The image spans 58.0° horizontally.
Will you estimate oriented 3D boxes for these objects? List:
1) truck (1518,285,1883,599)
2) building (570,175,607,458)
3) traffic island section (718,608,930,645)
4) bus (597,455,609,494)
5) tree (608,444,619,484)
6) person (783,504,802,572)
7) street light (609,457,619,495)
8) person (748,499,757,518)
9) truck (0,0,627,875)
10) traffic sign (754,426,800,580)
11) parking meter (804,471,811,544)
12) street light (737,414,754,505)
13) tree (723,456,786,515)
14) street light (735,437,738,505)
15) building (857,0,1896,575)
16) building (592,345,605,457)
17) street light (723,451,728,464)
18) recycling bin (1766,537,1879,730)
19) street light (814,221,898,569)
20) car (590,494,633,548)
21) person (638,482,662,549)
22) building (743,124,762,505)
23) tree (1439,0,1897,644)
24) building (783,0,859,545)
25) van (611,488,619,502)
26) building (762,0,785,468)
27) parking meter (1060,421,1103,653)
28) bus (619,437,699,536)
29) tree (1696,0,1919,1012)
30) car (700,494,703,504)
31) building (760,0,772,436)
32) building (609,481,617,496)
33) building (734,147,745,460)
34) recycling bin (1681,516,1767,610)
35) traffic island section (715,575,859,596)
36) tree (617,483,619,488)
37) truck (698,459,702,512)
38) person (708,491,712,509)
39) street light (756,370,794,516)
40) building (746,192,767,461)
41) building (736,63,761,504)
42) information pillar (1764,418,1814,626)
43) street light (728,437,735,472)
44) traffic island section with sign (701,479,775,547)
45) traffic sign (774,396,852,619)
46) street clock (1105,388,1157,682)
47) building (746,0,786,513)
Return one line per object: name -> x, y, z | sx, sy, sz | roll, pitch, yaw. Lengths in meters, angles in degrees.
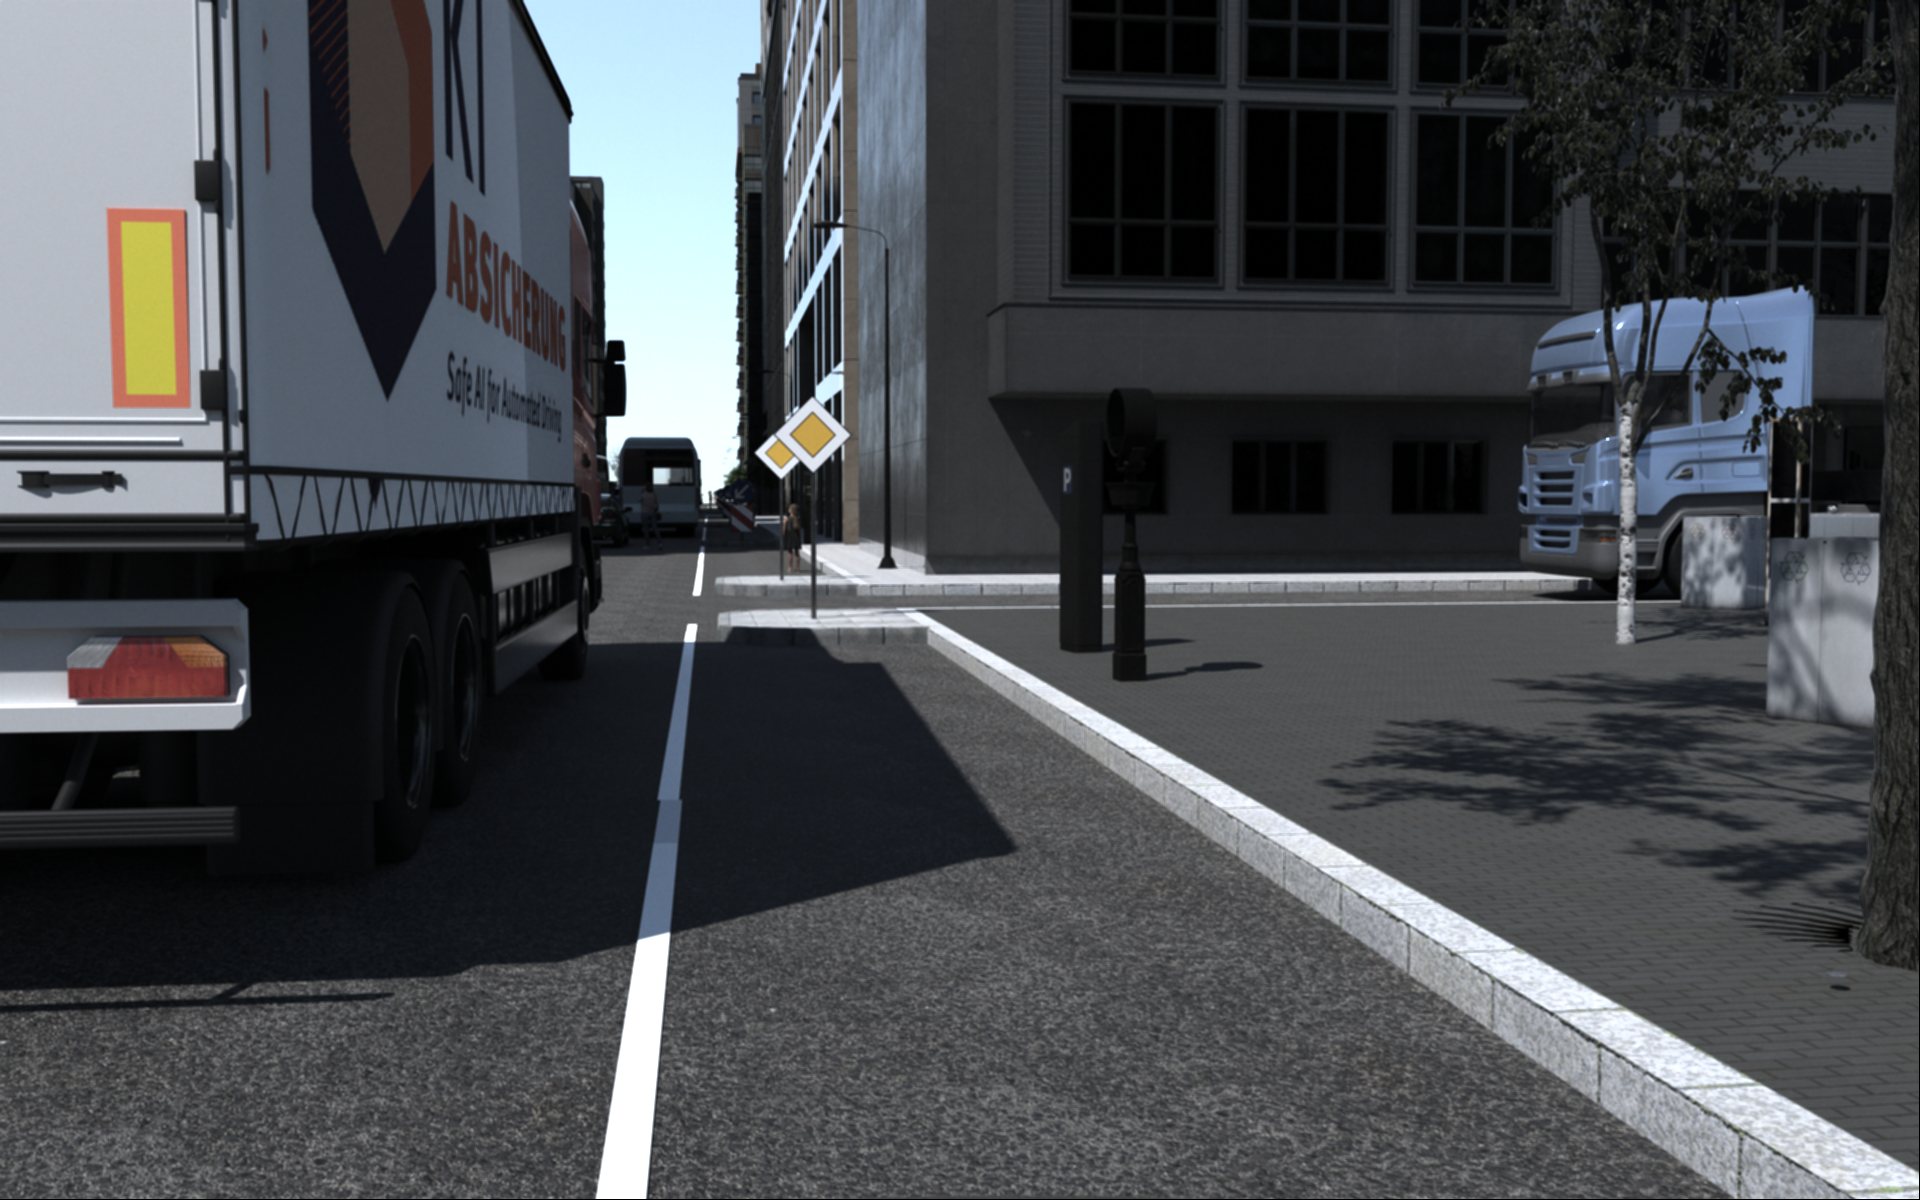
truck -> 16.511, -2.092, 23.968 | 18.799, 4.110, 2.967 | 0, 4, -6
building -> -51.706, -32.561, 215.961 | 14.154, 41.232, 14.086 | -1, 4, -8
traffic island section -> -1.487, 0.270, 17.869 | 2.009, 0.180, 2.903 | -1, 4, -8
bus -> -20.678, -6.216, 93.182 | 2.896, 3.916, 12.252 | 0, 4, -7
tree -> -50.314, -18.725, 256.522 | 4.360, 8.622, 3.978 | 0, 3, 0
person -> -3.091, -1.138, 31.781 | 0.362, 1.253, 0.373 | -1, 4, -22
street light -> -43.516, -14.979, 217.447 | 1.470, 5.913, 1.316 | -1, 4, -8
person -> -8.657, -3.612, 72.238 | 0.352, 1.250, 0.332 | -1, 4, -22
truck -> -3.675, -1.281, 9.859 | 2.839, 4.237, 11.283 | 0, 4, -7
traffic sign -> -2.652, -1.349, 25.692 | 0.795, 2.450, 0.064 | -1, 4, -8
parking meter -> -3.846, -2.355, 44.219 | 0.255, 1.863, 0.399 | -1, 4, -11
street light -> -11.963, -7.810, 100.240 | 1.470, 5.913, 1.316 | -1, 4, -8
tree -> -11.853, -7.664, 109.016 | 4.285, 4.588, 4.351 | 0, 3, 0
street light -> -12.756, -8.129, 105.442 | 1.470, 5.913, 1.316 | -1, 4, -8
building -> 13.440, -13.153, 34.124 | 30.058, 24.678, 14.314 | -1, 4, -8
building -> -54.748, -21.328, 193.758 | 27.650, 21.520, 28.899 | -1, 4, -8
street light -> -24.547, -13.114, 186.948 | 1.470, 5.913, 1.316 | -1, 4, -8
recycling bin -> 5.110, 0.167, 9.817 | 0.722, 1.027, 0.722 | -2, 4, -30
street light -> -1.787, -3.494, 29.672 | 1.470, 5.913, 1.316 | -1, 4, -8
car -> -10.135, -2.199, 47.752 | 2.131, 1.459, 4.920 | 0, 4, -8
person -> -7.965, -2.181, 44.743 | 0.593, 1.750, 0.643 | -2, 4, -31
building -> -17.293, -31.290, 195.187 | 14.154, 41.232, 14.086 | -1, 4, -8
tree -> 5.743, -3.916, 14.391 | 4.360, 8.622, 3.978 | 0, 3, 0
building -> 4.150, -15.696, 61.146 | 19.350, 26.468, 34.151 | -1, 4, -8
van -> -30.828, -9.469, 159.198 | 2.240, 2.365, 5.245 | 0, 4, -7
building -> -2.617, -18.101, 89.459 | 14.314, 27.812, 24.014 | -1, 4, -8
parking meter -> 0.987, -0.515, 14.128 | 0.255, 1.863, 0.399 | -1, 4, -17
bus -> -10.895, -4.137, 62.496 | 2.948, 3.499, 13.247 | -1, 4, -10
tree -> 2.748, -4.823, 4.612 | 9.928, 11.665, 9.643 | 0, 3, 0
car -> -37.148, -14.323, 242.845 | 2.281, 1.827, 5.304 | 0, 4, -7
building -> -3.177, -34.227, 148.845 | 28.713, 52.752, 27.495 | -1, 4, -8
building -> -63.226, -33.173, 234.257 | 32.217, 40.220, 23.993 | -1, 4, -8
building -> -16.929, -34.400, 217.070 | 22.147, 44.769, 28.867 | -1, 4, -8
recycling bin -> 8.643, -0.429, 19.566 | 0.722, 1.027, 0.722 | 3, 5, 45
traffic island section -> -2.629, -0.214, 25.773 | 2.009, 0.180, 2.903 | -1, 4, -8
tree -> -49.755, -15.689, 251.115 | 1.663, 3.219, 1.824 | 0, 3, 0
truck -> -22.915, -9.510, 144.399 | 2.839, 4.237, 11.283 | -1, 4, -9
person -> -23.958, -9.639, 166.815 | 0.721, 1.743, 1.217 | 0, 4, -3
street light -> -6.835, -5.653, 64.962 | 1.470, 5.913, 1.316 | -1, 4, -8
building -> -13.720, -24.299, 168.984 | 14.160, 30.474, 14.107 | -1, 4, -8
building -> -20.756, -43.006, 245.148 | 21.231, 58.520, 28.212 | -1, 4, -8
information pillar -> 8.044, -0.754, 16.814 | 0.304, 2.012, 0.304 | -3, 5, -44
street light -> -17.848, -10.287, 140.725 | 1.470, 5.913, 1.316 | -1, 4, -8
traffic island section with sign -> -6.143, -2.397, 47.814 | 1.989, 1.847, 2.006 | -1, 4, -8
traffic sign -> -1.509, -0.865, 17.789 | 0.795, 2.450, 0.064 | -1, 4, -8
street clock -> 1.168, -0.448, 11.889 | 0.358, 2.002, 0.471 | -1, 4, -12
building -> -4.996, -41.911, 123.493 | 20.563, 71.187, 20.611 | -1, 4, -8
